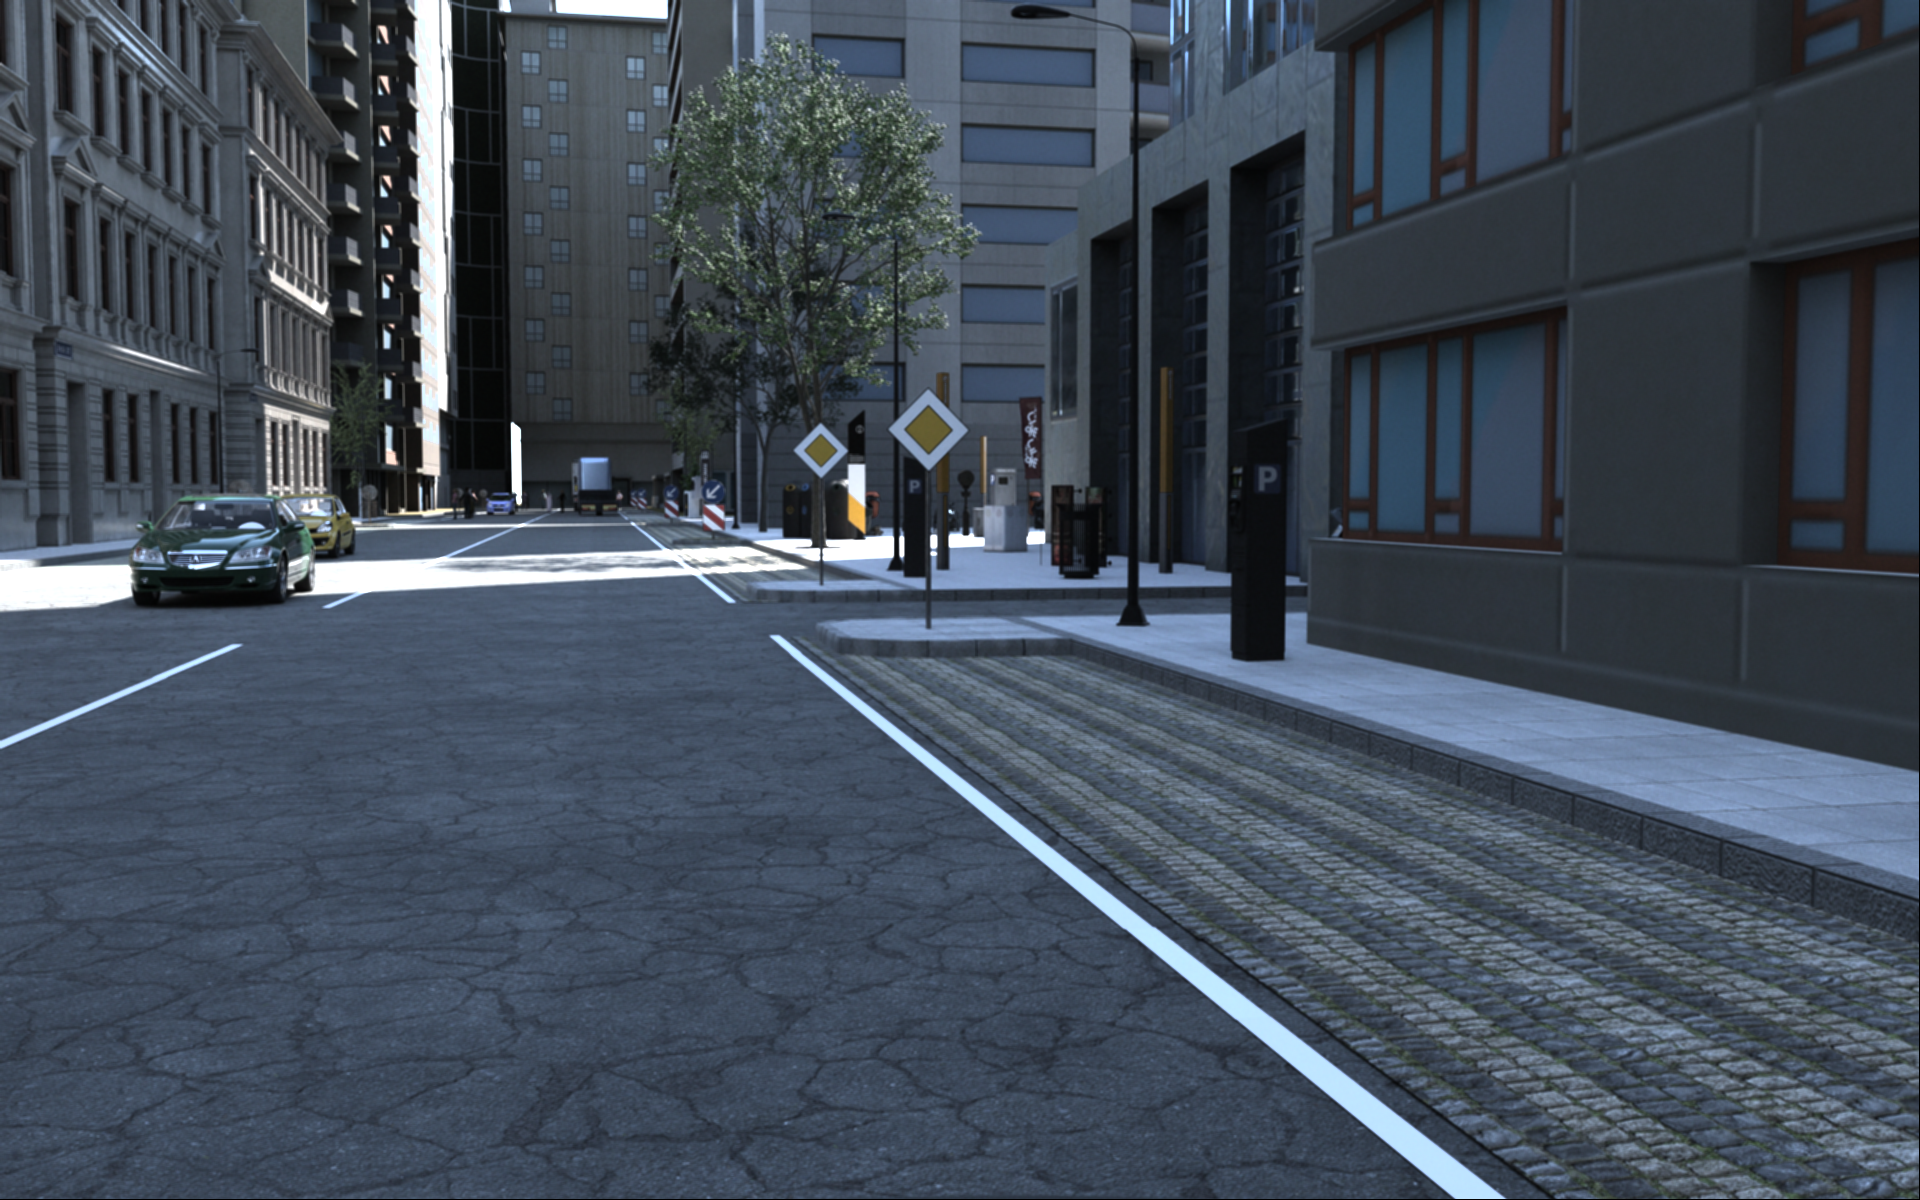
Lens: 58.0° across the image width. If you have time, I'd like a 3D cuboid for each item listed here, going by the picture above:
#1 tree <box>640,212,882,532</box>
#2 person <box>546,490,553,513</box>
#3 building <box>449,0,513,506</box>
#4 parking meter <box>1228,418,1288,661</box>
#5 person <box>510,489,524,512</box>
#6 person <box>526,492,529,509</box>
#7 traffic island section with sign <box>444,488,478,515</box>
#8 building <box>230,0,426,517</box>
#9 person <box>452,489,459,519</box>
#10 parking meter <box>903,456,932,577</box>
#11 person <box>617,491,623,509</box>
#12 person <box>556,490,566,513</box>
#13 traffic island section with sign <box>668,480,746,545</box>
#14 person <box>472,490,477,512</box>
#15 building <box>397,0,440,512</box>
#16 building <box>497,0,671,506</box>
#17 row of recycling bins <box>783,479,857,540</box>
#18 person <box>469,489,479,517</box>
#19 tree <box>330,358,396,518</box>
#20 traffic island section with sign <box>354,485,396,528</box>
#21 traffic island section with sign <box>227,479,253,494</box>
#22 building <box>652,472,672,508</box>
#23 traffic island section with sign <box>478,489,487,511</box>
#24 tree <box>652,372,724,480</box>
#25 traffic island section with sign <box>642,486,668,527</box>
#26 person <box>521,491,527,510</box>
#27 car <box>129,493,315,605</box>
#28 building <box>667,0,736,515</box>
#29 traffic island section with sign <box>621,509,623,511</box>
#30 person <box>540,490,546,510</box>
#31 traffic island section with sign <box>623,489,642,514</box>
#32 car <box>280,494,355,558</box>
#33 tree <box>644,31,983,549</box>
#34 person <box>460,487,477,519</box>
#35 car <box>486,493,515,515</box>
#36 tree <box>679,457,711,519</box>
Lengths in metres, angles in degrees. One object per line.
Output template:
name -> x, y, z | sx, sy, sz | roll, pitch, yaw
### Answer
tree -> -6.689, -7.551, 57.873 | 8.767, 10.594, 7.601 | 0, 4, 1
person -> -30.643, -7.348, 129.311 | 0.551, 1.740, 0.621 | 0, 4, -2
building -> -58.863, -45.564, 183.222 | 20.611, 71.187, 20.563 | -1, 4, -12
parking meter -> 2.295, -0.468, 13.369 | 0.399, 1.863, 0.255 | -1, 4, -17
person -> -35.879, -8.026, 139.718 | 1.348, 1.826, 0.705 | -2, 4, -35
person -> -42.812, -9.867, 171.293 | 0.415, 1.643, 0.593 | -1, 4, -17
traffic island section with sign -> -35.074, -6.895, 121.365 | 1.989, 1.847, 2.006 | -1, 4, -12
building -> -45.401, -27.633, 106.422 | 22.147, 44.769, 28.867 | -1, 4, -12
person -> -28.773, -5.451, 98.348 | 0.721, 1.743, 1.217 | -1, 4, -14
parking meter -> -0.657, -1.286, 26.735 | 0.399, 1.863, 0.255 | 1, 4, 13
person -> -32.014, -9.358, 162.433 | 0.756, 1.711, 0.436 | 3, 5, 43
person -> -30.526, -7.557, 132.584 | 0.721, 1.766, 1.217 | 1, 4, 19
traffic island section with sign -> -7.175, -2.486, 49.278 | 1.989, 1.847, 2.006 | -1, 4, -12
person -> -36.593, -7.418, 130.486 | 0.721, 1.736, 1.217 | -3, 4, -36
building -> -46.762, -29.266, 128.614 | 14.600, 45.320, 14.200 | -1, 4, -12
building -> -36.144, -36.904, 192.618 | 27.495, 52.752, 28.713 | -1, 4, -12
row of recycling bins -> -3.990, -2.618, 49.920 | 1.069, 1.692, 3.534 | -2, 4, -35
person -> -30.052, -5.955, 106.597 | 0.721, 1.736, 1.217 | 1, 4, 22
tree -> -32.357, -8.696, 92.535 | 4.737, 8.622, 4.395 | 0, 3, 0
traffic island section with sign -> -24.969, -3.955, 73.299 | 1.989, 1.847, 2.006 | -1, 4, -12
traffic island section with sign -> -19.306, -2.309, 46.382 | 1.989, 1.847, 2.006 | -1, 4, -12
building -> -12.804, -28.870, 163.913 | 32.217, 40.220, 23.993 | -1, 4, -12
traffic island section with sign -> -40.660, -8.522, 147.956 | 1.989, 1.847, 2.006 | -1, 4, -12
tree -> -16.044, -9.321, 102.755 | 4.737, 8.622, 4.395 | 0, 3, 0
traffic island section with sign -> -12.857, -4.141, 76.327 | 1.989, 1.847, 2.006 | -1, 4, -12
person -> -39.109, -8.934, 155.483 | 0.541, 1.710, 0.530 | 0, 4, -8
car -> -10.101, -0.744, 23.957 | 2.131, 1.459, 4.920 | -1, 4, -13
building -> -8.447, -30.161, 116.830 | 21.300, 48.544, 21.600 | -1, 4, -12
traffic island section with sign -> -28.478, -8.684, 150.613 | 1.989, 1.847, 2.006 | -1, 4, -12
person -> -38.600, -9.282, 160.347 | 0.705, 1.814, 1.350 | -2, 4, -34
traffic island section with sign -> -22.927, -7.071, 124.233 | 1.989, 1.847, 2.006 | -1, 4, -12
car -> -14.941, -1.798, 39.624 | 2.015, 1.641, 3.980 | -1, 4, -12
tree -> -3.504, -7.018, 40.499 | 9.928, 11.665, 9.643 | 0, 3, 0
person -> -28.666, -5.645, 100.825 | 1.348, 1.821, 0.705 | 2, 4, 29
car -> -31.901, -6.773, 120.332 | 1.945, 1.707, 3.694 | -1, 4, -10
tree -> -13.861, -5.863, 90.464 | 1.663, 3.219, 1.824 | 0, 3, 0
